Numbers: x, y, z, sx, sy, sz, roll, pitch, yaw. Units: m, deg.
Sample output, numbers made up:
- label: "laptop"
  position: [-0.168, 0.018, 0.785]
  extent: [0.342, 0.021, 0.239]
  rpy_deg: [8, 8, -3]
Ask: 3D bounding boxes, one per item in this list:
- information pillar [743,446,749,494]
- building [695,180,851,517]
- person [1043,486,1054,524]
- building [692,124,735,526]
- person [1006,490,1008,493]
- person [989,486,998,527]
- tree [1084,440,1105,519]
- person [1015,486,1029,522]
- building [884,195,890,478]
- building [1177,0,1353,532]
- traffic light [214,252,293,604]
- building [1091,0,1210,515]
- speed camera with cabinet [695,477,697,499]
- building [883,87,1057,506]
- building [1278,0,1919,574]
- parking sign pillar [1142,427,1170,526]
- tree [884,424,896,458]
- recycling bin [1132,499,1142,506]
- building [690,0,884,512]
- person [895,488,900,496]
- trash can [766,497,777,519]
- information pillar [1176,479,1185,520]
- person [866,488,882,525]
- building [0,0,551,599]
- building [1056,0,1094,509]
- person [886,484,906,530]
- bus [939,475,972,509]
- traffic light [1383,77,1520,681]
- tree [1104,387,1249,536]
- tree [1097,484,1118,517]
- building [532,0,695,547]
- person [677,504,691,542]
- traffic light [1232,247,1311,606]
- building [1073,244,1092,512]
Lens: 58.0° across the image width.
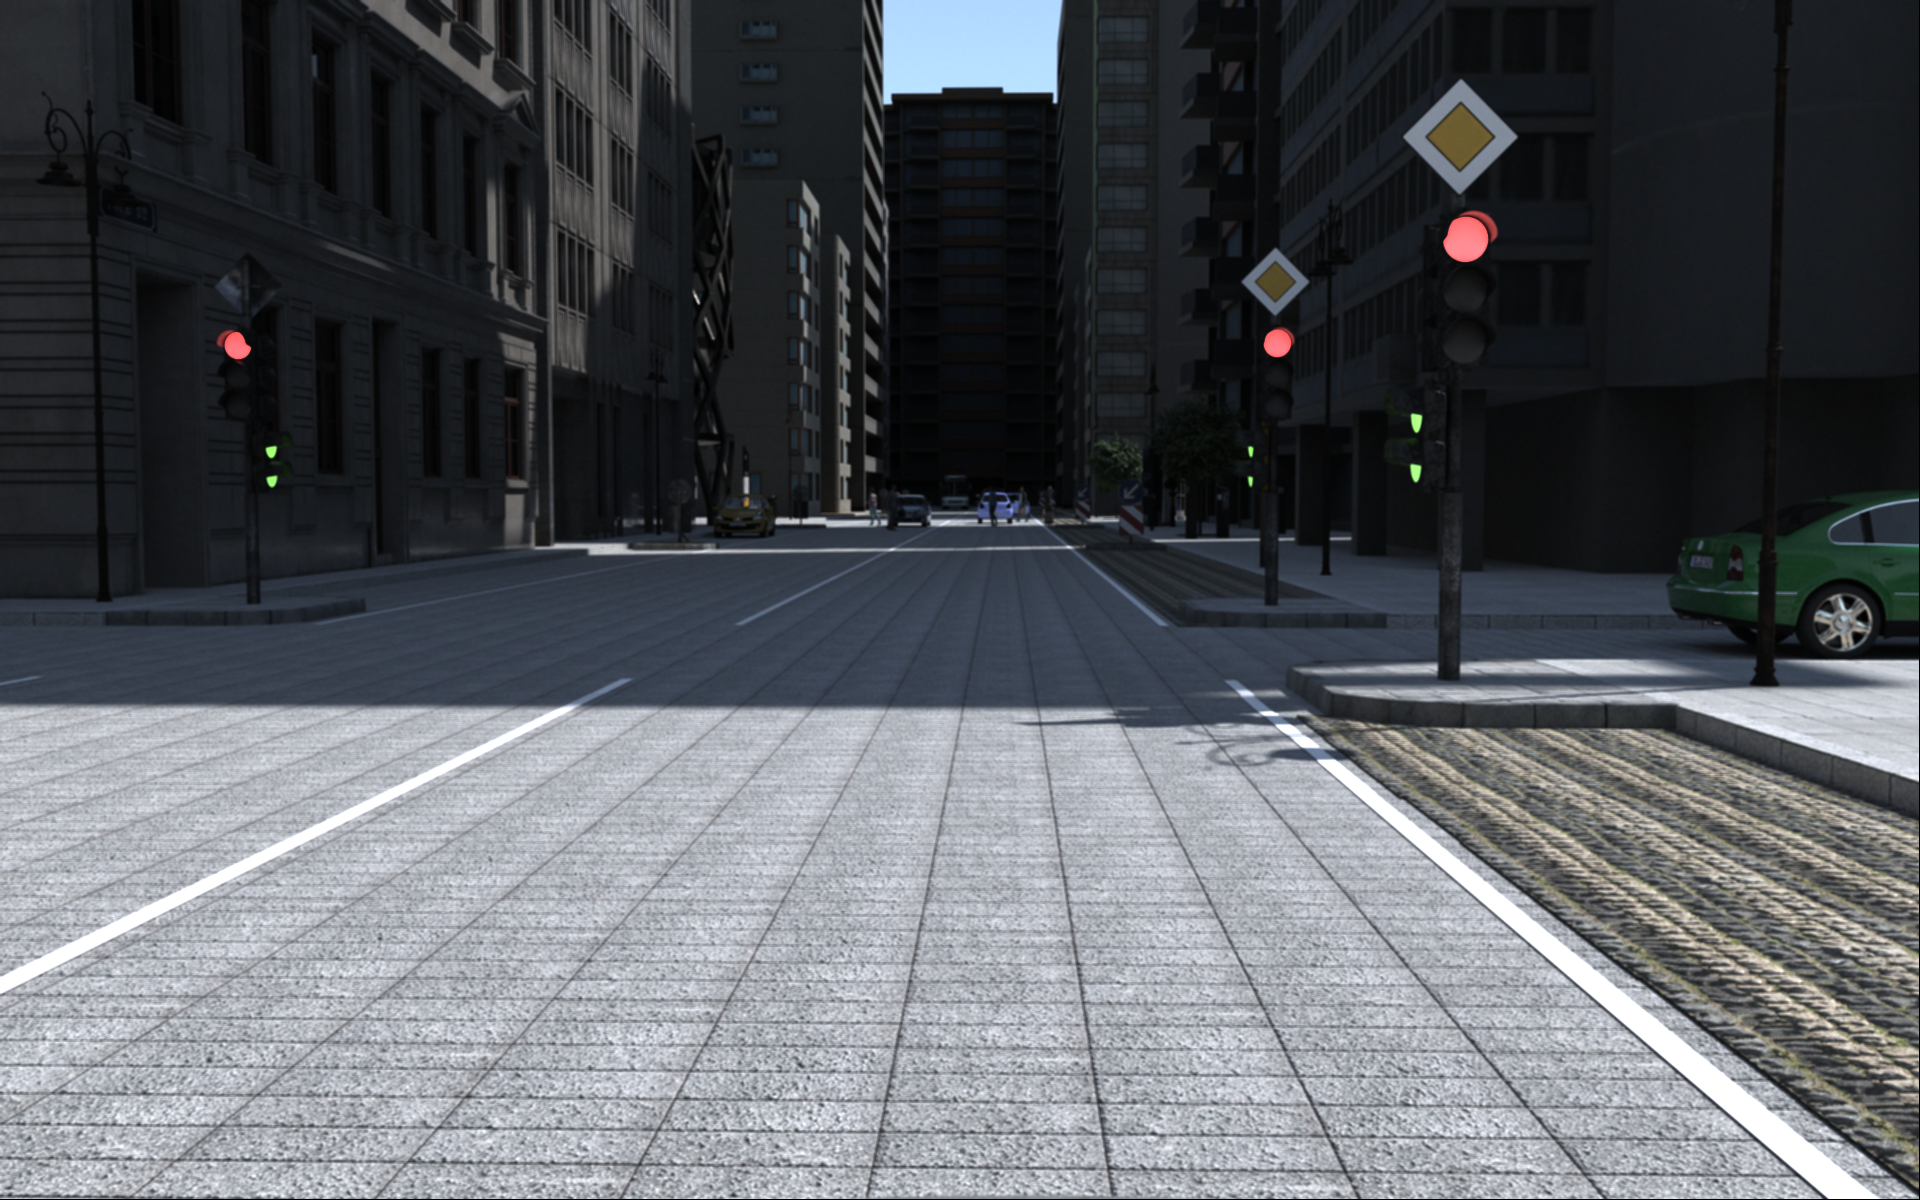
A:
- label: "information pillar"
  position: [-10.374, -5.659, 83.884]
  extent: [0.183, 3.616, 0.504]
  rpy_deg: [1, 4, 19]
- label: "building"
  position: [-22.072, -16.222, 110.271]
  extent: [27.650, 21.520, 28.899]
  rpy_deg: [0, 4, 1]
- label: "person"
  position: [4.172, -4.486, 82.067]
  extent: [0.699, 1.804, 1.509]
  rpy_deg: [1, 4, 11]
- label: "building"
  position: [-17.975, -12.441, 70.867]
  extent: [16.820, 18.784, 16.811]
  rpy_deg: [0, 4, 1]
- label: "person"
  position: [4.028, -8.548, 148.284]
  extent: [1.348, 1.821, 0.705]
  rpy_deg: [2, 4, 34]
- label: "person"
  position: [1.432, -4.054, 75.129]
  extent: [0.444, 1.785, 0.601]
  rpy_deg: [3, 5, 42]
- label: "tree"
  position: [8.134, -6.496, 89.928]
  extent: [4.285, 4.588, 4.351]
  rpy_deg: [0, 3, 0]
- label: "person"
  position: [3.154, -4.827, 87.413]
  extent: [0.713, 1.824, 0.794]
  rpy_deg: [-1, 4, -21]
- label: "building"
  position: [-13.779, -23.984, 163.840]
  extent: [14.107, 30.474, 14.160]
  rpy_deg: [0, 4, 1]
- label: "building"
  position: [20.524, -25.388, 69.724]
  extent: [22.147, 44.769, 28.867]
  rpy_deg: [0, 4, 1]
- label: "traffic light"
  position: [-8.240, -1.909, 20.132]
  extent: [0.839, 4.253, 0.868]
  rpy_deg: [0, 4, 1]
- label: "building"
  position: [15.547, -26.218, 112.254]
  extent: [14.154, 41.232, 14.086]
  rpy_deg: [0, 4, 1]
- label: "speed camera with cabinet"
  position: [-13.832, -5.536, 84.845]
  extent: [0.660, 3.252, 2.038]
  rpy_deg: [3, 5, 41]
- label: "building"
  position: [0.719, -32.717, 189.548]
  extent: [28.867, 44.769, 22.147]
  rpy_deg: [0, 4, 1]
- label: "building"
  position: [19.396, -20.859, 32.918]
  extent: [23.993, 40.220, 32.217]
  rpy_deg: [0, 4, 1]
- label: "parking sign pillar"
  position: [7.710, -4.950, 69.403]
  extent: [1.447, 3.967, 1.447]
  rpy_deg: [2, 4, 25]
- label: "tree"
  position: [-7.927, -12.526, 155.160]
  extent: [4.360, 8.622, 3.978]
  rpy_deg: [0, 3, 0]
- label: "recycling bin"
  position: [8.325, -4.168, 80.703]
  extent: [0.722, 1.027, 0.722]
  rpy_deg: [0, 4, 6]
- label: "building"
  position: [-17.331, -31.301, 135.477]
  extent: [21.300, 48.544, 21.600]
  rpy_deg: [0, 4, 1]
- label: "person"
  position: [-4.428, -6.828, 120.151]
  extent: [1.348, 1.823, 0.705]
  rpy_deg: [-1, 4, -12]
- label: "trash can"
  position: [-9.284, -4.471, 84.749]
  extent: [0.748, 1.137, 0.748]
  rpy_deg: [0, 3, 0]
- label: "information pillar"
  position: [10.962, -4.992, 86.108]
  extent: [0.304, 2.012, 0.304]
  rpy_deg: [3, 5, 44]
- label: "person"
  position: [-3.949, -4.267, 79.101]
  extent: [0.643, 1.720, 0.563]
  rpy_deg: [2, 4, 29]
- label: "building"
  position: [-15.165, -11.876, 30.333]
  extent: [11.583, 22.565, 21.152]
  rpy_deg: [0, 4, 1]
- label: "building"
  position: [19.834, -32.732, 158.864]
  extent: [21.300, 48.544, 21.600]
  rpy_deg: [0, 4, 1]
- label: "person"
  position: [-2.617, -3.652, 68.330]
  extent: [0.853, 1.813, 0.709]
  rpy_deg: [2, 4, 26]
- label: "bus"
  position: [-0.441, -10.334, 163.821]
  extent: [2.948, 3.499, 13.247]
  rpy_deg: [0, 4, 0]
- label: "traffic light"
  position: [3.361, -1.403, 11.861]
  extent: [0.839, 4.253, 0.868]
  rpy_deg: [0, 4, 1]
- label: "tree"
  position: [7.311, -4.247, 53.154]
  extent: [4.285, 4.588, 4.351]
  rpy_deg: [0, 3, 0]
- label: "tree"
  position: [8.307, -6.363, 98.640]
  extent: [1.663, 3.219, 1.824]
  rpy_deg: [0, 3, 0]
- label: "building"
  position: [-15.748, -14.286, 51.593]
  extent: [12.078, 24.808, 19.932]
  rpy_deg: [0, 4, 1]
- label: "person"
  position: [-7.563, -2.041, 46.886]
  extent: [0.505, 1.210, 0.382]
  rpy_deg: [-3, 5, -45]
- label: "traffic light"
  position: [3.567, -1.891, 19.844]
  extent: [0.839, 4.253, 0.868]
  rpy_deg: [0, 4, 1]
- label: "building"
  position: [23.246, -17.681, 134.117]
  extent: [27.650, 21.520, 28.899]
  rpy_deg: [0, 4, 1]
